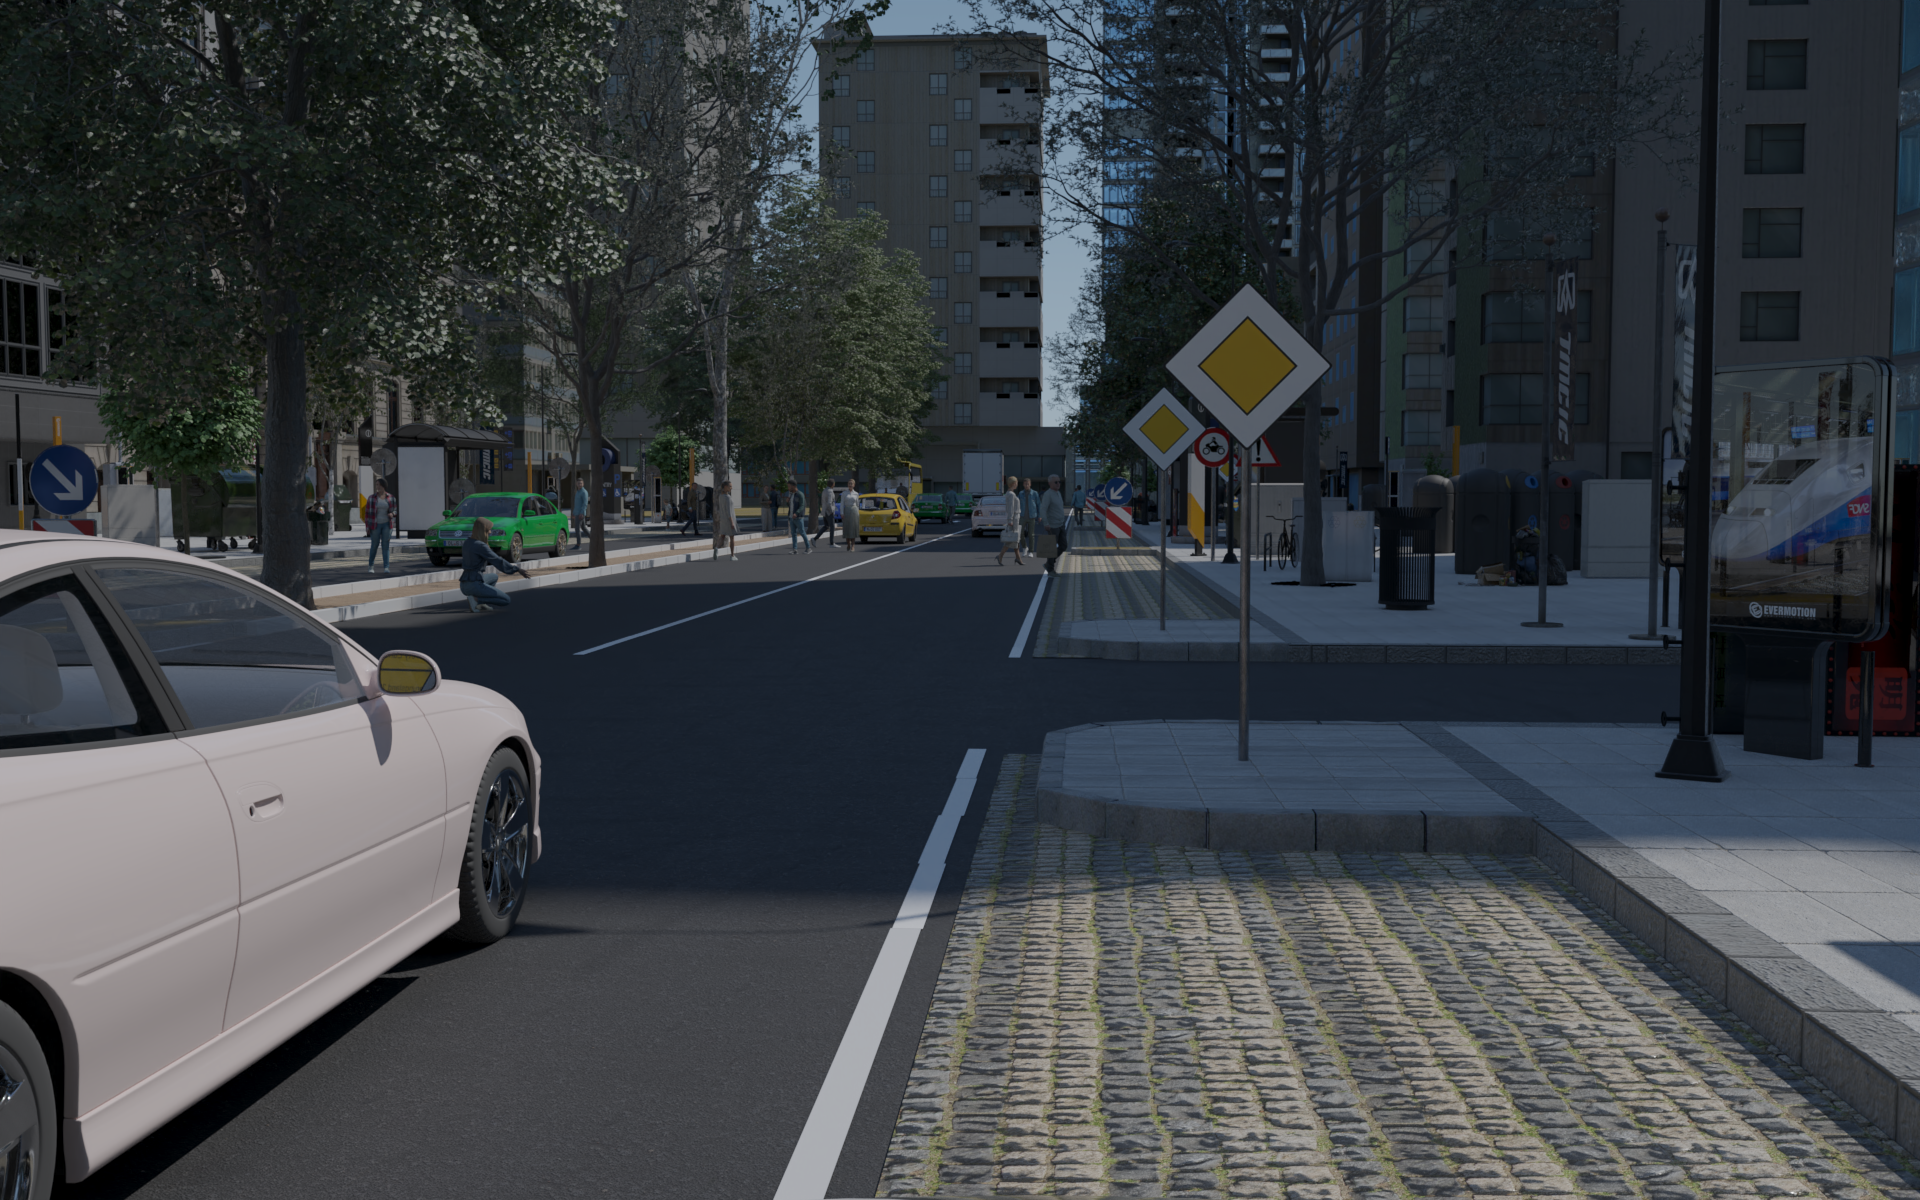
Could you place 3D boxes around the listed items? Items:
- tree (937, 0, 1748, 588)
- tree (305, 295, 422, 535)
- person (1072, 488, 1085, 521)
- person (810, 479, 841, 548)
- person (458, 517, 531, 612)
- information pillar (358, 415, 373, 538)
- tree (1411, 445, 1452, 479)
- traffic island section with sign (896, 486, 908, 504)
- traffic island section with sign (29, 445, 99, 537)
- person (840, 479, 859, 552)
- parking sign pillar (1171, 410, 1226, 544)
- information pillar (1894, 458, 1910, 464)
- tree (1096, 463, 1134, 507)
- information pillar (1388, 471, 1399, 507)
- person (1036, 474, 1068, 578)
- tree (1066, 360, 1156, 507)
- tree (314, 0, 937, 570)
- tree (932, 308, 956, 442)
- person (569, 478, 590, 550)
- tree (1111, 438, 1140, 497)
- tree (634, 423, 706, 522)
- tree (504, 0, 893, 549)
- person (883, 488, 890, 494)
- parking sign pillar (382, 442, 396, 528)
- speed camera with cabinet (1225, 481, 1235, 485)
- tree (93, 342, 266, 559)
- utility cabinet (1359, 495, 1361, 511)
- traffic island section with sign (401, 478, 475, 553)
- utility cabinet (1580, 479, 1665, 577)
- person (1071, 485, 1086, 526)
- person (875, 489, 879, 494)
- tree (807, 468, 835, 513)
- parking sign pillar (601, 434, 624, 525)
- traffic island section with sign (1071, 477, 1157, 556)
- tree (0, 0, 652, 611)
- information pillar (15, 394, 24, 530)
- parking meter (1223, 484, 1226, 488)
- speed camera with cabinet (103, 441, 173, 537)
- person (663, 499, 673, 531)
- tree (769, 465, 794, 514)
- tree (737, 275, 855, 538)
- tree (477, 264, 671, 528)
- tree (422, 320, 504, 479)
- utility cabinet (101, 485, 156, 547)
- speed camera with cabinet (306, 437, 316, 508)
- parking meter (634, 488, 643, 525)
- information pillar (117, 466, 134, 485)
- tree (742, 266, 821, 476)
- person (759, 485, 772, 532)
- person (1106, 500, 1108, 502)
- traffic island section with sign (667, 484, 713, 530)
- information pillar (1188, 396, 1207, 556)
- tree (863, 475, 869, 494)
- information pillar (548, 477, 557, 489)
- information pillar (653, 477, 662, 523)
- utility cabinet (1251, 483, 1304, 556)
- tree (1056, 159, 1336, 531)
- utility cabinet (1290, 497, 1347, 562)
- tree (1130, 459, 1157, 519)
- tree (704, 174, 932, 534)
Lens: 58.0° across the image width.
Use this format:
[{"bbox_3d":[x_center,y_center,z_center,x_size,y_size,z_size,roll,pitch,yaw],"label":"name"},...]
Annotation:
[{"bbox_3d":[4.805,-6.936,23.776,12.009,13.543,11.850,0,3,0],"label":"tree"},{"bbox_3d":[-19.585,-6.334,53.915,4.360,8.622,3.978,0,3,0],"label":"tree"},{"bbox_3d":[6.402,-5.144,93.054,0.683,1.767,0.568,-2,4,-32],"label":"person"},{"bbox_3d":[-3.582,-2.315,46.202,0.795,1.843,0.661,-1,4,-20],"label":"person"},{"bbox_3d":[-5.835,-0.445,21.282,0.738,1.151,1.012,-3,5,-40],"label":"person"},{"bbox_3d":[-17.499,-3.651,51.051,0.183,3.616,0.504,2,4,27],"label":"information pillar"},{"bbox_3d":[18.590,-4.533,68.718,1.663,3.219,1.824,0,3,0],"label":"tree"},{"bbox_3d":[-3.142,-5.107,91.639,2.006,1.907,1.989,0,4,4],"label":"traffic island section with sign"},{"bbox_3d":[-8.248,-0.522,16.674,2.006,1.907,1.989,0,4,4],"label":"traffic island section with sign"},{"bbox_3d":[-2.729,-2.096,42.991,0.478,1.798,0.641,0,4,-1],"label":"person"},{"bbox_3d":[6.210,-3.457,44.988,1.447,3.967,1.447,-1,4,-23],"label":"parking sign pillar"},{"bbox_3d":[19.248,-1.901,35.573,0.304,2.012,0.304,-2,4,-30],"label":"information pillar"},{"bbox_3d":[13.763,-10.339,152.764,4.285,4.588,4.351,0,3,0],"label":"tree"},{"bbox_3d":[13.754,-3.089,54.999,0.304,2.012,0.304,0,4,5],"label":"information pillar"},{"bbox_3d":[1.538,-1.264,29.646,0.515,1.767,0.782,2,4,29],"label":"person"},{"bbox_3d":[9.912,-10.029,98.394,7.601,10.594,8.767,2,4,23],"label":"tree"},{"bbox_3d":[-6.892,-7.318,32.476,12.009,13.543,11.850,0,3,0],"label":"tree"},{"bbox_3d":[-4.390,-9.220,71.332,7.486,12.596,7.792,0,3,0],"label":"tree"},{"bbox_3d":[-9.660,-2.207,44.440,0.748,1.841,0.638,-1,4,-18],"label":"person"},{"bbox_3d":[11.075,-9.843,111.292,4.360,8.622,3.978,0,3,0],"label":"tree"},{"bbox_3d":[-13.312,-5.909,80.321,4.285,4.588,4.351,0,3,0],"label":"tree"},{"bbox_3d":[-7.374,-11.438,45.359,12.611,20.169,13.585,0,3,0],"label":"tree"},{"bbox_3d":[-4.639,-6.124,108.612,1.348,1.826,0.705,0,4,2],"label":"person"},{"bbox_3d":[-21.192,-4.720,65.640,1.447,3.967,1.447,-1,4,-17],"label":"parking sign pillar"},{"bbox_3d":[14.882,-5.876,90.408,2.038,3.252,0.660,1,4,17],"label":"speed camera with cabinet"},{"bbox_3d":[-15.390,-3.098,34.372,4.285,4.588,4.351,0,3,0],"label":"tree"},{"bbox_3d":[19.302,-4.333,82.012,1.020,1.237,0.306,-3,5,-41],"label":"utility cabinet"},{"bbox_3d":[-12.377,-2.071,42.496,1.989,1.847,2.006,0,4,4],"label":"traffic island section with sign"},{"bbox_3d":[10.105,-1.084,26.398,1.173,1.500,0.318,0,4,0],"label":"utility cabinet"},{"bbox_3d":[4.987,-3.914,72.520,0.660,1.820,0.620,-2,4,-25],"label":"person"},{"bbox_3d":[-4.669,-5.330,96.582,0.436,1.711,0.756,1,4,22],"label":"person"},{"bbox_3d":[-9.969,-7.613,119.068,1.663,3.219,1.824,0,3,0],"label":"tree"},{"bbox_3d":[-14.971,-5.191,73.348,1.447,3.967,1.447,2,4,35],"label":"parking sign pillar"},{"bbox_3d":[3.615,-1.972,40.863,1.989,1.847,2.006,0,4,4],"label":"traffic island section with sign"},{"bbox_3d":[-8.008,-6.795,20.208,9.857,13.997,8.962,0,3,0],"label":"tree"},{"bbox_3d":[-22.083,-3.017,40.678,0.183,3.616,0.504,-2,4,-27],"label":"information pillar"},{"bbox_3d":[13.450,-4.983,87.181,0.399,1.863,0.255,2,4,35],"label":"parking meter"},{"bbox_3d":[-24.148,-3.476,51.168,0.660,3.252,2.038,3,5,43],"label":"speed camera with cabinet"},{"bbox_3d":[-11.286,-3.289,66.956,0.352,1.250,0.332,-1,4,-9],"label":"person"},{"bbox_3d":[-11.319,-7.052,109.906,1.663,3.219,1.824,0,3,0],"label":"tree"},{"bbox_3d":[-5.432,-6.287,55.616,4.360,8.622,3.978,0,3,0],"label":"tree"},{"bbox_3d":[-14.543,-7.930,64.061,8.767,10.594,7.601,1,4,18],"label":"tree"},{"bbox_3d":[-21.060,-7.477,72.615,4.360,8.622,3.978,0,3,0],"label":"tree"},{"bbox_3d":[-19.795,-1.991,41.226,0.318,1.500,1.173,2,4,34],"label":"utility cabinet"},{"bbox_3d":[-22.856,-4.028,60.198,0.660,3.252,2.038,-2,4,-29],"label":"speed camera with cabinet"},{"bbox_3d":[-13.568,-3.955,73.075,0.372,1.533,0.369,0,3,0],"label":"parking meter"},{"bbox_3d":[-21.809,-2.495,45.289,0.304,2.012,0.304,0,4,-2],"label":"information pillar"},{"bbox_3d":[-12.371,-11.315,91.655,9.857,13.997,8.962,0,3,0],"label":"tree"},{"bbox_3d":[-6.812,-3.179,61.034,0.362,1.759,0.519,2,4,35],"label":"person"},{"bbox_3d":[14.482,-9.679,170.009,1.065,1.426,0.557,-3,5,-41],"label":"person"},{"bbox_3d":[-10.548,-3.716,69.389,1.989,1.847,2.006,0,4,4],"label":"traffic island section with sign"},{"bbox_3d":[4.874,-2.709,35.640,0.183,3.616,0.504,3,5,43],"label":"information pillar"},{"bbox_3d":[-7.717,-9.656,152.474,1.663,3.219,1.824,0,3,0],"label":"tree"},{"bbox_3d":[-17.411,-4.254,74.041,0.304,2.012,0.304,1,4,13],"label":"information pillar"},{"bbox_3d":[-13.334,-4.395,76.343,0.304,2.012,0.304,-1,4,-20],"label":"information pillar"},{"bbox_3d":[6.468,-1.646,35.590,1.173,1.500,0.318,1,4,12],"label":"utility cabinet"},{"bbox_3d":[8.106,-8.714,59.488,9.611,12.733,9.660,0,3,0],"label":"tree"},{"bbox_3d":[6.819,-1.332,32.937,1.020,1.237,0.306,0,4,6],"label":"utility cabinet"},{"bbox_3d":[9.598,-5.670,87.306,1.663,3.219,1.824,0,3,0],"label":"tree"},{"bbox_3d":[-5.300,-8.628,61.646,7.486,12.596,7.792,0,3,0],"label":"tree"}]
